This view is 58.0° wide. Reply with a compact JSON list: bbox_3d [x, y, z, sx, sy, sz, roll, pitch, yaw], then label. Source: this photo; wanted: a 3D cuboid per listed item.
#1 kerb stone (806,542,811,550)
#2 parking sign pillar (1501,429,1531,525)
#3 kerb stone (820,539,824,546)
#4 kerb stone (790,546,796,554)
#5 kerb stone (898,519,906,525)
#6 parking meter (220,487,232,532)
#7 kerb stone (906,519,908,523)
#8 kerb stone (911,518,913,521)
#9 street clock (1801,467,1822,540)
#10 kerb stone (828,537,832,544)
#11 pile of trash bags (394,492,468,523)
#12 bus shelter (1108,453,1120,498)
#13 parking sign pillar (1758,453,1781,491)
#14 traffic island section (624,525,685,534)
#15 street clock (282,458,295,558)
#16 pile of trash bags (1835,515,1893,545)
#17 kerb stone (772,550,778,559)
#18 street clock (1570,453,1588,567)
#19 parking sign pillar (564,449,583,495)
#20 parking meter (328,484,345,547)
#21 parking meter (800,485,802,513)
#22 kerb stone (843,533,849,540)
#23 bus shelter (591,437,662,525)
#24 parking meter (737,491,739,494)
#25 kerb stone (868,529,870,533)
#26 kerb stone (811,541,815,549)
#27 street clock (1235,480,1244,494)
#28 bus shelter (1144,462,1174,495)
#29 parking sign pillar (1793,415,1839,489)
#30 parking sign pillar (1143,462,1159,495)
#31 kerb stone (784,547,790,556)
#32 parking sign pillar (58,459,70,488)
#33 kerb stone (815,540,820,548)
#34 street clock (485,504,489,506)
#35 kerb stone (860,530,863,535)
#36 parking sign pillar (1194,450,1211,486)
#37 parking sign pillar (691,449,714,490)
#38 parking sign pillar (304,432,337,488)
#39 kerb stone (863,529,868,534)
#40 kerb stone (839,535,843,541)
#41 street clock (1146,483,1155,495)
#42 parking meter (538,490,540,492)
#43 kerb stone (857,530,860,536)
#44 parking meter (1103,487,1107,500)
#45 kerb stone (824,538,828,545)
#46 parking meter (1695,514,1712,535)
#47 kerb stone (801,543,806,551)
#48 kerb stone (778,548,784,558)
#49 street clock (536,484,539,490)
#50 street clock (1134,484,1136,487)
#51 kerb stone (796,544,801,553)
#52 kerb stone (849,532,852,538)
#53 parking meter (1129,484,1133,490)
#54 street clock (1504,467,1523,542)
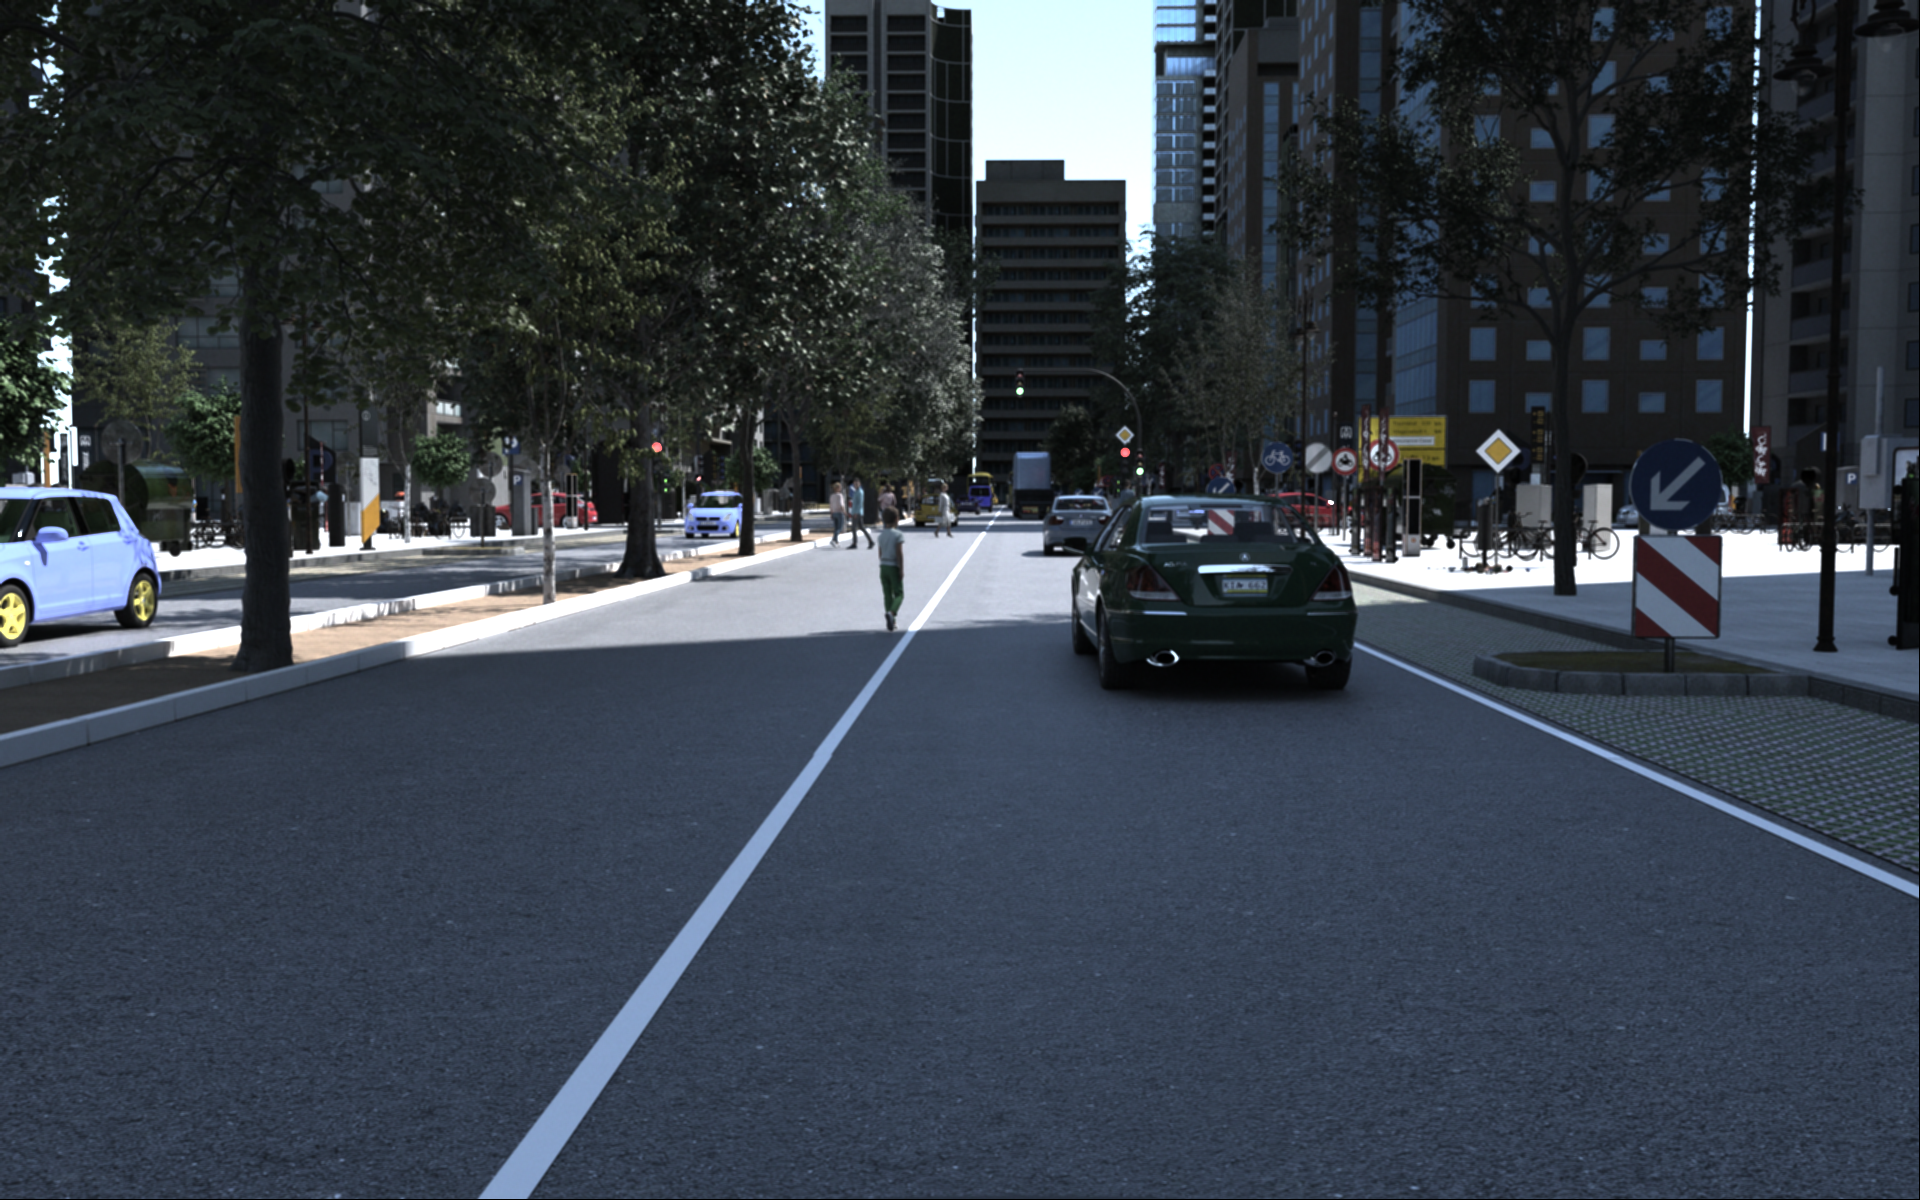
[{"bbox_3d":[-3.994,-1.350,44.264,0.120,0.150,1.000,0,4,2],"label":"kerb stone"},{"bbox_3d":[23.127,-5.074,71.439,1.447,3.967,1.447,3,4,36],"label":"parking sign pillar"},{"bbox_3d":[-3.901,-1.531,47.328,0.120,0.150,1.000,0,4,2],"label":"kerb stone"},{"bbox_3d":[-4.093,-1.161,41.185,0.120,0.150,1.000,0,4,2],"label":"kerb stone"},{"bbox_3d":[-2.810,-3.760,83.664,0.120,0.150,1.000,0,4,2],"label":"kerb stone"},{"bbox_3d":[-24.791,-3.063,58.490,0.372,1.533,0.369,0,3,0],"label":"parking meter"},{"bbox_3d":[-2.774,-3.820,84.685,0.120,0.150,1.000,0,4,2],"label":"kerb stone"},{"bbox_3d":[-2.649,-4.073,88.786,0.120,0.150,1.000,0,4,2],"label":"kerb stone"},{"bbox_3d":[22.699,-2.549,46.242,0.358,2.002,0.471,-2,4,-25],"label":"street clock"},{"bbox_3d":[-3.841,-1.663,49.379,0.120,0.150,1.000,0,4,2],"label":"kerb stone"},{"bbox_3d":[-23.620,-4.099,76.766,1.912,1.369,3.447,2,4,31],"label":"pile of trash bags"},{"bbox_3d":[12.764,-9.957,140.430,2.179,5.291,8.768,0,4,2],"label":"bus shelter"},{"bbox_3d":[44.288,-6.502,94.775,1.447,3.967,1.447,-1,4,-14],"label":"parking sign pillar"},{"bbox_3d":[-11.059,-2.528,63.615,2.009,0.180,2.903,0,4,2],"label":"traffic island section"},{"bbox_3d":[-13.502,-1.841,34.676,0.358,2.002,0.471,0,4,2],"label":"street clock"},{"bbox_3d":[24.258,-2.134,44.644,3.447,1.369,1.912,-1,4,-15],"label":"pile of trash bags"},{"bbox_3d":[-4.188,-0.973,38.104,0.120,0.150,1.000,0,4,2],"label":"kerb stone"},{"bbox_3d":[10.822,-1.594,30.633,0.471,2.002,0.358,2,4,28],"label":"street clock"},{"bbox_3d":[-19.081,-5.937,85.544,1.447,3.967,1.447,-2,4,-35],"label":"parking sign pillar"},{"bbox_3d":[-15.186,-2.066,42.190,0.372,1.533,0.369,0,3,0],"label":"parking meter"},{"bbox_3d":[-10.944,-6.832,117.410,0.399,1.863,0.255,0,4,6],"label":"parking meter"},{"bbox_3d":[-3.685,-1.972,54.497,0.120,0.150,1.000,0,4,2],"label":"kerb stone"},{"bbox_3d":[-14.322,-5.099,74.646,1.731,3.624,6.357,0,4,2],"label":"bus shelter"},{"bbox_3d":[-17.757,-7.896,137.515,0.372,1.533,0.369,0,3,0],"label":"parking meter"},{"bbox_3d":[-3.440,-2.477,62.690,0.120,0.150,1.000,0,4,2],"label":"kerb stone"},{"bbox_3d":[-3.972,-1.412,45.285,0.120,0.150,1.000,0,4,2],"label":"kerb stone"},{"bbox_3d":[14.682,-5.302,91.263,0.471,2.002,0.358,2,4,34],"label":"street clock"},{"bbox_3d":[12.936,-7.202,111.678,2.014,3.302,5.546,0,4,2],"label":"bus shelter"},{"bbox_3d":[29.241,-4.327,59.217,1.447,3.967,1.447,1,4,13],"label":"parking sign pillar"},{"bbox_3d":[14.970,-9.001,135.632,1.447,3.967,1.447,3,5,44],"label":"parking sign pillar"},{"bbox_3d":[-4.119,-1.099,40.159,0.120,0.150,1.000,0,4,2],"label":"kerb stone"},{"bbox_3d":[-68.385,-8.790,132.191,1.447,3.967,1.447,-1,4,-12],"label":"parking sign pillar"},{"bbox_3d":[-3.933,-1.475,46.307,0.120,0.150,1.000,0,4,2],"label":"kerb stone"},{"bbox_3d":[-24.139,-5.127,88.391,0.358,2.002,0.471,3,5,44],"label":"street clock"},{"bbox_3d":[-3.528,-2.282,59.612,0.120,0.150,1.000,0,4,2],"label":"kerb stone"},{"bbox_3d":[13.696,-6.619,96.700,1.447,3.967,1.447,-2,4,-35],"label":"parking sign pillar"},{"bbox_3d":[-15.438,-7.063,103.945,1.447,3.967,1.447,1,4,16],"label":"parking sign pillar"},{"bbox_3d":[-27.803,-5.312,75.316,1.447,3.967,1.447,-1,4,-15],"label":"parking sign pillar"},{"bbox_3d":[-3.474,-2.413,61.669,0.120,0.150,1.000,0,4,2],"label":"kerb stone"},{"bbox_3d":[-3.739,-1.850,52.449,0.120,0.150,1.000,0,4,2],"label":"kerb stone"},{"bbox_3d":[10.946,-5.798,99.369,0.471,2.002,0.358,2,4,35],"label":"street clock"},{"bbox_3d":[-23.568,-5.389,96.519,0.372,1.533,0.369,0,3,0],"label":"parking meter"},{"bbox_3d":[-3.565,-2.224,58.590,0.120,0.150,1.000,0,4,2],"label":"kerb stone"},{"bbox_3d":[10.276,-7.188,123.235,0.399,1.863,0.255,-2,4,-27],"label":"parking meter"},{"bbox_3d":[-3.874,-1.600,48.350,0.120,0.150,1.000,0,4,2],"label":"kerb stone"},{"bbox_3d":[18.629,-2.139,43.378,0.372,1.533,0.369,0,3,0],"label":"parking meter"},{"bbox_3d":[-4.025,-1.287,43.235,0.120,0.150,1.000,0,4,2],"label":"kerb stone"},{"bbox_3d":[-4.149,-1.036,39.128,0.120,0.150,1.000,0,4,2],"label":"kerb stone"},{"bbox_3d":[-26.639,-6.382,108.908,0.358,2.002,0.471,0,4,4],"label":"street clock"},{"bbox_3d":[12.767,-7.389,125.386,0.471,2.002,0.358,0,4,-1],"label":"street clock"},{"bbox_3d":[-4.054,-1.224,42.214,0.120,0.150,1.000,0,4,2],"label":"kerb stone"},{"bbox_3d":[-3.654,-2.037,55.519,0.120,0.150,1.000,0,4,2],"label":"kerb stone"},{"bbox_3d":[9.813,-5.783,100.271,0.399,1.863,0.255,3,5,39],"label":"parking meter"},{"bbox_3d":[14.889,-2.574,46.659,0.471,2.002,0.358,-2,4,-28],"label":"street clock"}]
